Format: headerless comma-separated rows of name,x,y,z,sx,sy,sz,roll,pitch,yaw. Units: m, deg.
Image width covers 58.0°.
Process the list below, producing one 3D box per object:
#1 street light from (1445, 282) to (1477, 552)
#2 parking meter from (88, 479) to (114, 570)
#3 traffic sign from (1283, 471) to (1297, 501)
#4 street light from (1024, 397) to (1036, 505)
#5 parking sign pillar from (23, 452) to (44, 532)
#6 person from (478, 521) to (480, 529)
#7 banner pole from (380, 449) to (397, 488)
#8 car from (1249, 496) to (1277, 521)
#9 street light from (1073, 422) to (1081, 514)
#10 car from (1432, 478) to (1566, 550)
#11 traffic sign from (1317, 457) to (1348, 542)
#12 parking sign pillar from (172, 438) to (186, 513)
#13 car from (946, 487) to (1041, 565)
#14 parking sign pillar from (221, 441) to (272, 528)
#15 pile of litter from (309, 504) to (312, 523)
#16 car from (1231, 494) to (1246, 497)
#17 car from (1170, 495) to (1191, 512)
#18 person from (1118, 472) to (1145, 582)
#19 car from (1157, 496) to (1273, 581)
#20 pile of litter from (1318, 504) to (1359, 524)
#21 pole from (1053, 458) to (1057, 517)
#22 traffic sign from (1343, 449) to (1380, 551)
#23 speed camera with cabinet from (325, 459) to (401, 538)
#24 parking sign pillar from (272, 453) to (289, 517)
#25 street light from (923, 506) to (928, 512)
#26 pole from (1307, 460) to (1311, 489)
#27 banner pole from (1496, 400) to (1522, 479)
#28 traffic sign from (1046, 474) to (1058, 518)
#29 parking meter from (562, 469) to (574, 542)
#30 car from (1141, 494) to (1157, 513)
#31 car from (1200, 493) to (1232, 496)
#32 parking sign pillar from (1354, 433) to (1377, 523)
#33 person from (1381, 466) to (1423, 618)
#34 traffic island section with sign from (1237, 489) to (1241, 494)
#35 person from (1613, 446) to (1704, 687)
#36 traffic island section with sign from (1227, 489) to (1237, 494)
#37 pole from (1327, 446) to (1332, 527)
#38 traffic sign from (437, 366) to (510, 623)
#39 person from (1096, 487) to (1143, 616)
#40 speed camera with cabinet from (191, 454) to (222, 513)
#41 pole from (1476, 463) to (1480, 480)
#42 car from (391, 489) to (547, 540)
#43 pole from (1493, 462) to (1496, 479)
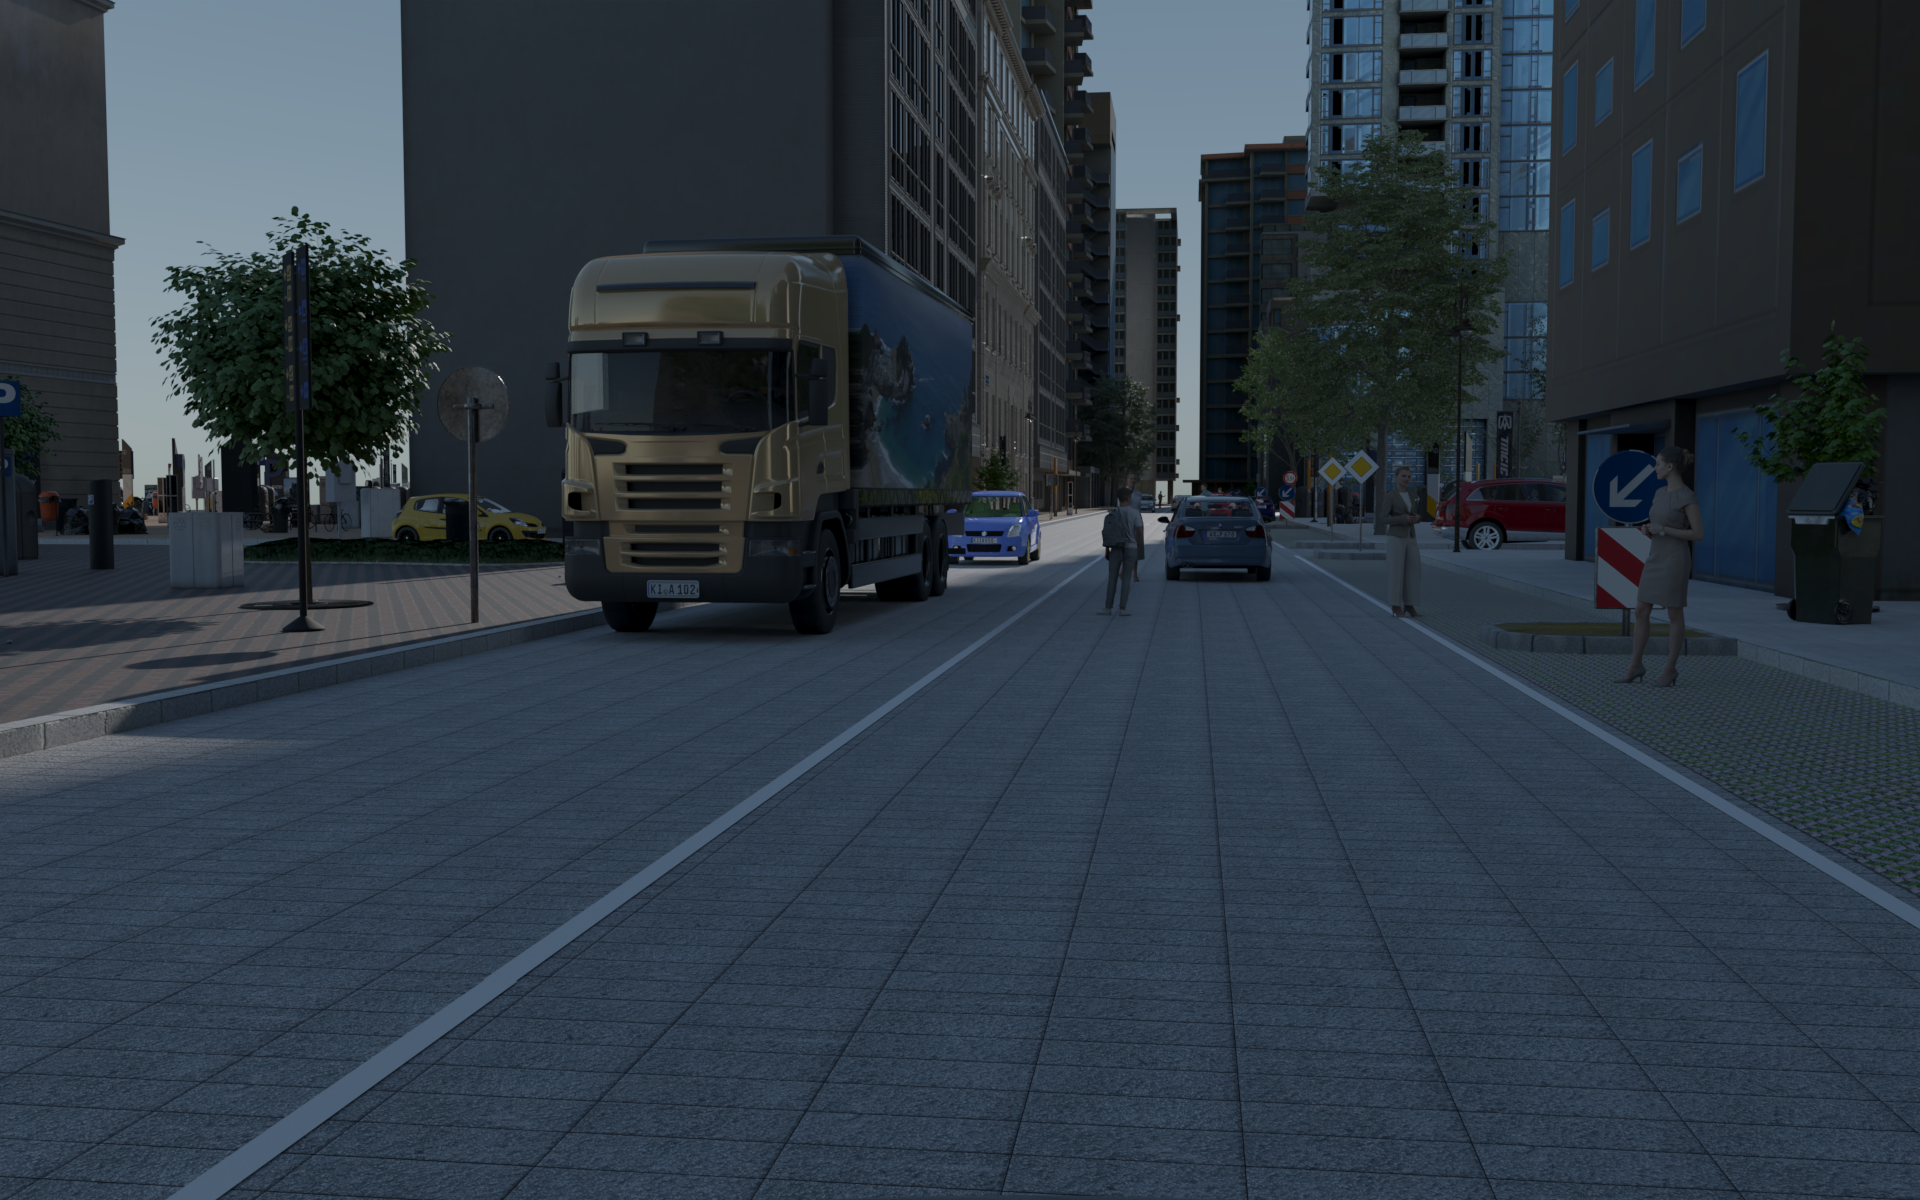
street light,10.947,-3.988,37.990,0.468,5.910,1.993,0,4,8
parking meter,-14.669,-1.295,29.577,0.372,1.533,0.369,0,3,0
traffic sign,18.403,-5.902,96.596,0.768,2.556,0.104,1,4,12
street light,3.265,-6.614,80.934,0.468,5.910,1.993,0,4,8
parking sign pillar,-31.489,-4.246,57.890,1.447,3.967,1.447,-2,4,-33
person,-12.393,-1.853,43.817,0.505,1.210,0.382,-1,4,-16
banner pole,-25.310,-5.271,76.191,0.401,3.779,0.863,1,4,19
car,15.903,-4.867,92.161,1.945,1.354,3.894,1,4,9
street light,7.512,-8.506,111.856,0.468,5.910,1.993,0,4,8
car,14.180,-2.034,41.933,5.304,1.827,2.281,1,4,10
traffic sign,10.024,-2.631,46.662,0.795,2.450,0.064,0,4,8
parking sign pillar,-37.829,-5.836,83.887,1.447,3.967,1.447,-1,4,-18
car,0.731,-1.634,36.309,1.945,1.707,3.694,0,4,8
parking sign pillar,-27.555,-4.756,66.225,1.447,3.967,1.447,1,4,13
pile of litter,-29.254,-3.941,78.401,1.719,0.858,1.176,2,4,28
car,21.705,-7.688,135.489,2.009,1.686,4.222,0,4,8
car,18.407,-7.998,143.126,2.083,1.381,4.827,0,4,8
person,2.791,-1.214,28.579,0.478,1.798,0.641,-1,4,-10
car,4.427,-1.100,29.991,2.014,1.417,4.499,0,4,6
pile of litter,16.332,-3.715,74.699,1.719,0.858,1.176,1,4,21
pole,5.428,-6.400,98.482,0.158,3.312,0.155,0,3,0
traffic sign,8.969,-2.147,38.747,0.795,2.450,0.064,0,4,8
speed camera with cabinet,-17.300,-3.416,50.194,0.660,3.252,2.038,3,5,44
parking sign pillar,-38.175,-6.624,96.781,1.447,3.967,1.447,0,4,7
street light,-0.978,-4.634,48.560,0.468,5.910,1.993,0,4,8
pole,20.697,-6.657,102.681,0.158,3.312,0.155,0,3,0
banner pole,14.609,-3.426,46.026,0.863,3.779,0.401,-1,4,-9
traffic sign,4.696,-5.277,88.403,0.606,2.300,0.079,1,4,17
parking meter,-8.971,-2.074,39.626,0.255,1.863,0.399,-1,4,-12
car,14.096,-7.394,132.887,2.014,1.417,4.499,0,4,6
car,10.415,-3.763,70.559,2.155,1.783,4.494,1,4,9
parking sign pillar,18.114,-5.381,76.448,1.447,3.967,1.447,1,4,11
person,5.133,-0.671,20.026,0.519,1.759,0.362,-2,4,-28
traffic island section with sign,16.941,-5.490,98.384,1.989,1.847,2.006,0,4,8
person,5.168,-0.242,12.790,0.374,1.781,0.599,-1,4,-17
traffic island section with sign,27.107,-10.153,174.624,1.989,1.847,2.006,0,4,8
pole,14.592,-4.552,68.266,0.158,3.312,0.155,0,3,0
traffic sign,-4.840,-1.046,17.209,0.768,2.556,0.104,1,4,9
person,1.878,-0.571,20.424,0.503,1.515,0.523,-1,4,-19
speed camera with cabinet,-37.221,-5.633,86.428,2.038,3.252,0.660,-2,4,-30
pole,34.383,-7.413,115.051,0.158,3.312,0.155,0,3,0
car,-12.953,-2.177,45.822,3.980,1.641,2.015,1,4,9
pole,34.292,-7.170,111.079,0.158,3.312,0.155,0,3,0
